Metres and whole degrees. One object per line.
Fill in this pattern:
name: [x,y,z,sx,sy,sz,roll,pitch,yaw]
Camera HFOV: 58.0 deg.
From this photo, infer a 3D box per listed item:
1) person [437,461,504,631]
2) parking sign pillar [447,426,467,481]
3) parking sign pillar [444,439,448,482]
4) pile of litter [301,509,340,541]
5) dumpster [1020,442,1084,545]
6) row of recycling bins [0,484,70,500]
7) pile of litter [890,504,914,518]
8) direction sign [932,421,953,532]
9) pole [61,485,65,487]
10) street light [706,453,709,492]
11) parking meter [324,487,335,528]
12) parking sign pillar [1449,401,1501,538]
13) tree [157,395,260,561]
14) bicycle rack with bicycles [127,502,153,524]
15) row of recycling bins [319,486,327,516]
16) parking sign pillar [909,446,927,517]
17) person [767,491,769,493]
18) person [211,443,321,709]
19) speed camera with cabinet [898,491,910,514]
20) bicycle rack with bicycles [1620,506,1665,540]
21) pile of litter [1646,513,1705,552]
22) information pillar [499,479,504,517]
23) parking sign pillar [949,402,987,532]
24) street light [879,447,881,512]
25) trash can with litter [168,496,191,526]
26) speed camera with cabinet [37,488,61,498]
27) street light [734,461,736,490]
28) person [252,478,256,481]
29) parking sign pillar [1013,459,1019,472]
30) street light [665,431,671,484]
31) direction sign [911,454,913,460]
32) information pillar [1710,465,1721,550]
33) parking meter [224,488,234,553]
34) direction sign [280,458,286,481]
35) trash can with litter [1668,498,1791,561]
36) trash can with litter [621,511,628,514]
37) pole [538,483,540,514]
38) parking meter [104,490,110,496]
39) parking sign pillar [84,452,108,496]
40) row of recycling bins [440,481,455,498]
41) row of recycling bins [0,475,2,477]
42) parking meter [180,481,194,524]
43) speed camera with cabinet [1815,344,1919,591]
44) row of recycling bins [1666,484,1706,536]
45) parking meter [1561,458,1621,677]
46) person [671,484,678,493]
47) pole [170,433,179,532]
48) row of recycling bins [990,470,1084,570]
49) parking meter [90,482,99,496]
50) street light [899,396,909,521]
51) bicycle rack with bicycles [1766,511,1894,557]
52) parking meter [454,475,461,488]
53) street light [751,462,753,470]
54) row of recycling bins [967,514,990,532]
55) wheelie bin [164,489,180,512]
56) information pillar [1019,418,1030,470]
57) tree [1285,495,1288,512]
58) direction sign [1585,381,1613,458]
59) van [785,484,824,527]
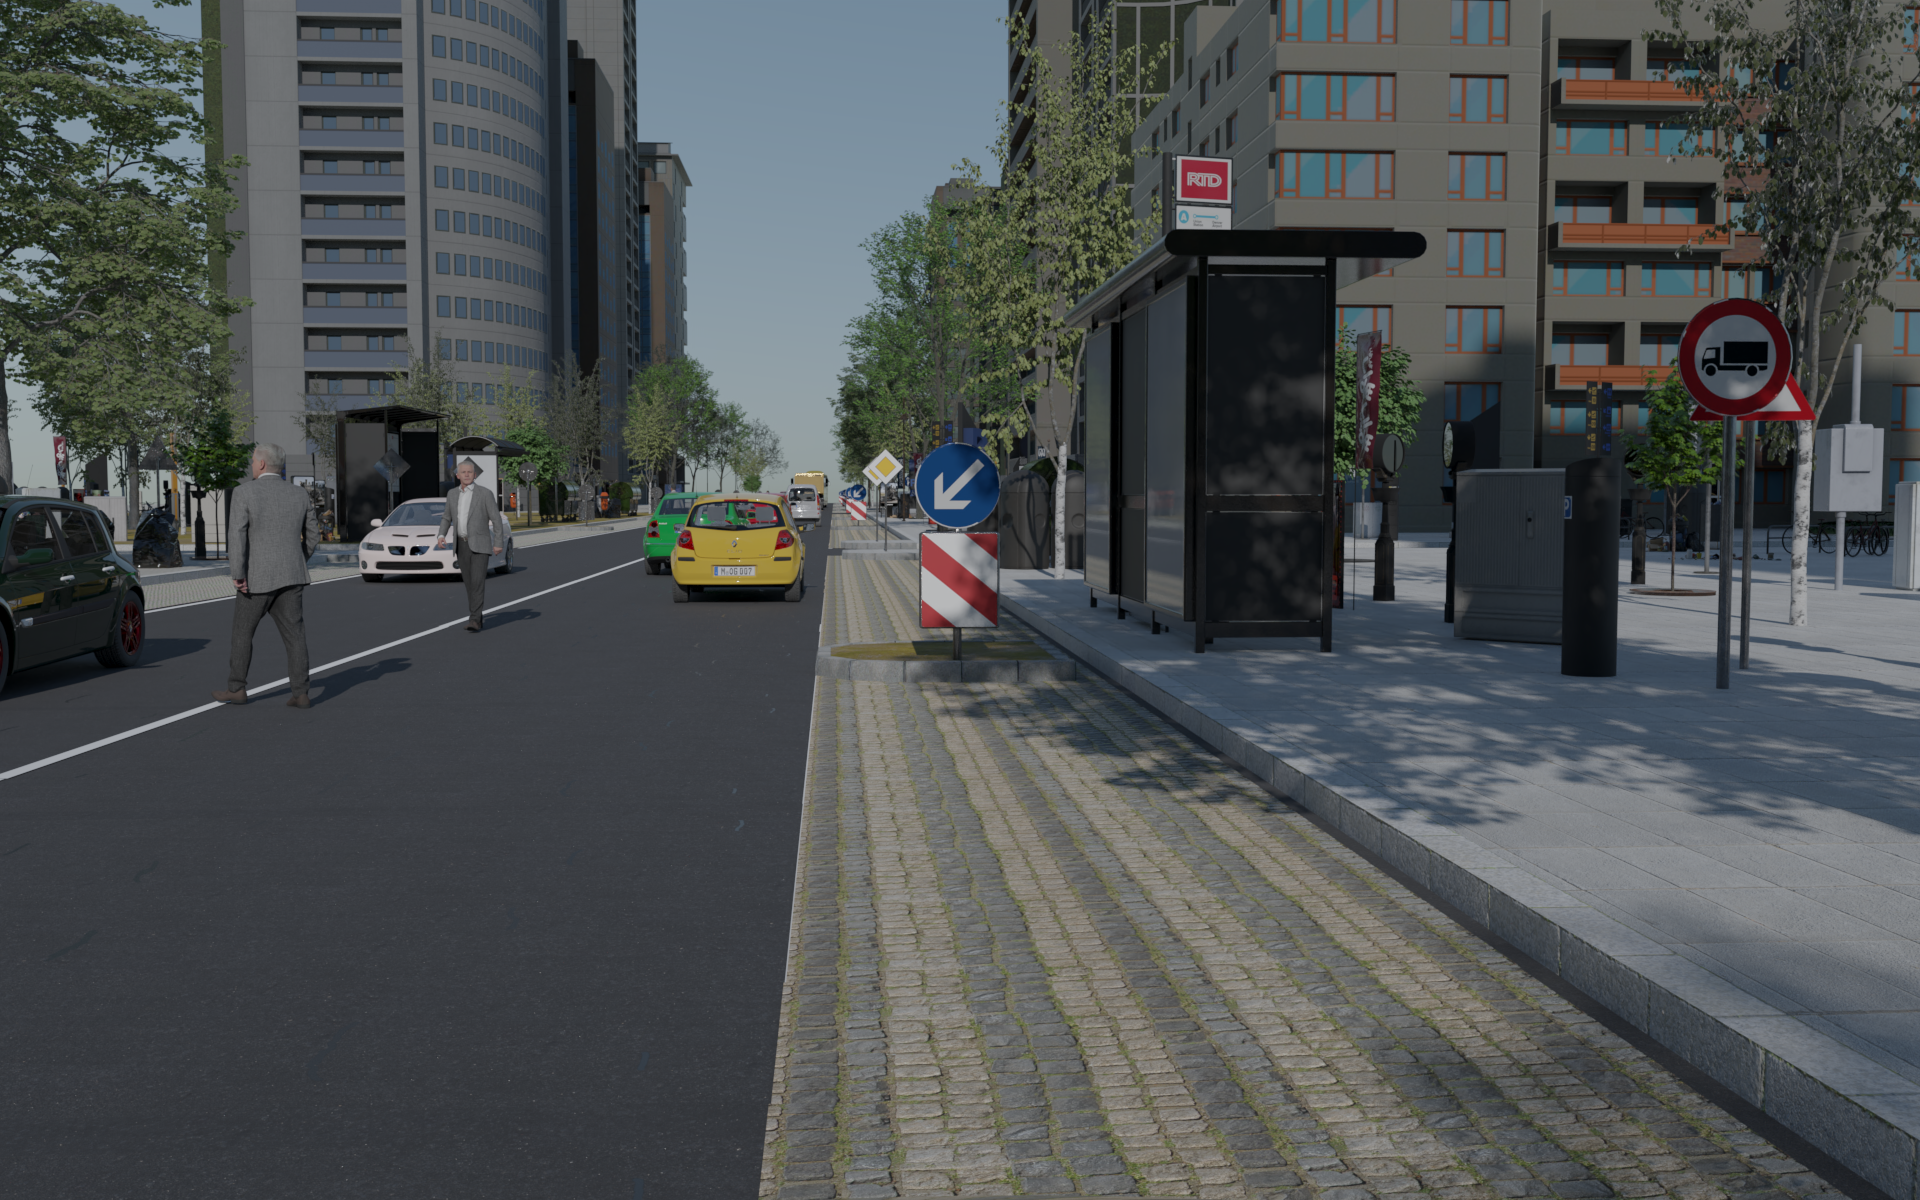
person: [-5.138,-0.563,18.110,0.661,1.777,0.834,0,4,1]
parking sign pillar: [-19.751,-4.970,69.729,1.447,3.967,1.447,-1,4,-16]
parking sign pillar: [-24.914,-5.934,85.490,1.447,3.967,1.447,1,4,16]
pile of litter: [-17.729,-2.070,47.815,1.176,0.858,1.719,-1,4,-19]
dumpster: [1.786,-1.869,33.045,1.502,2.255,1.985,0,4,-4]
row of recycling bins: [-49.935,-5.280,93.443,3.534,1.692,1.069,-1,4,-19]
pile of litter: [-3.070,-4.799,92.429,1.176,0.858,1.719,-1,4,-22]
direction sign: [-0.543,-3.772,53.667,0.876,3.537,0.379,3,5,43]
pole: [-58.519,-7.289,113.017,0.158,3.312,0.155,0,3,0]
street light: [-23.431,-11.489,160.626,0.468,5.910,1.993,0,4,-4]
parking meter: [-23.940,-3.509,65.776,0.372,1.533,0.369,0,3,0]
parking sign pillar: [15.014,-3.788,50.408,1.447,3.967,1.447,1,4,15]
tree: [-14.395,-2.394,33.742,1.663,3.219,1.824,0,3,0]
bicycle rack with bicycles: [-35.277,-3.700,73.883,2.852,0.926,2.925,0,4,6]
row of recycling bins: [-31.599,-4.850,86.405,1.069,1.692,3.534,0,4,2]
parking sign pillar: [-2.603,-6.649,97.180,1.447,3.967,1.447,0,4,0]
person: [-16.970,-8.758,152.370,1.217,1.739,0.721,2,4,32]
person: [-4.717,-0.173,11.734,0.834,1.777,0.661,2,4,32]
speed camera with cabinet: [-2.580,-6.550,101.422,2.038,3.252,0.660,1,4,18]
bicycle rack with bicycles: [18.448,-2.228,49.816,2.925,0.926,2.852,3,4,37]
pile of litter: [15.906,-1.514,38.726,1.719,0.858,1.176,1,4,12]
information pillar: [-21.750,-4.727,81.775,0.304,2.012,0.304,-2,4,-31]
parking sign pillar: [0.389,-3.846,51.357,1.447,3.967,1.447,2,4,24]
street light: [-5.618,-9.060,120.916,0.468,5.910,1.993,0,4,-4]
trash can with litter: [-31.004,-3.567,69.372,2.233,1.210,1.678,-1,4,-18]
speed camera with cabinet: [-25.442,-3.212,46.854,0.660,3.252,2.038,2,4,27]
street light: [-26.599,-14.213,205.163,0.468,5.910,1.993,0,4,-4]
person: [-12.338,-1.301,30.525,0.760,1.731,0.466,2,4,28]
parking sign pillar: [4.124,-8.042,119.966,1.447,3.967,1.447,-1,4,-22]
street light: [-20.669,-9.163,122.608,0.468,5.910,1.993,0,4,-4]
direction sign: [-2.521,-6.512,98.469,0.379,3.537,0.876,-3,4,-36]
information pillar: [17.444,-2.165,39.887,0.304,2.012,0.304,-2,4,-27]
parking meter: [-15.840,-1.796,37.779,0.372,1.533,0.369,0,3,0]
direction sign: [-39.805,-6.691,101.397,0.379,3.537,0.876,2,4,26]
trash can with litter: [15.154,-1.397,33.891,2.233,1.210,1.678,2,4,31]
trash can with litter: [-21.707,-6.080,110.794,1.055,1.170,0.624,0,4,-8]
pole: [-27.025,-7.185,111.318,0.158,3.312,0.155,0,3,0]
parking meter: [-51.781,-5.912,105.069,0.372,1.533,0.369,0,3,0]
parking sign pillar: [-53.397,-7.251,107.025,1.447,3.967,1.447,3,5,42]
row of recycling bins: [-16.798,-3.023,56.544,1.069,1.692,3.534,-1,4,-21]
row of recycling bins: [-14.584,-1.023,23.842,3.534,1.692,1.069,1,4,18]
parking meter: [-32.745,-4.134,73.302,0.399,1.863,0.255,1,4,18]
speed camera with cabinet: [12.554,-1.759,23.095,2.038,3.252,0.660,0,4,5]
row of recycling bins: [22.966,-2.919,54.833,1.069,1.692,3.534,1,4,12]
parking meter: [4.466,-0.235,12.259,0.372,1.533,0.369,0,3,0]
person: [-10.293,-3.277,62.357,0.678,1.792,0.850,-2,4,-35]
pole: [-26.259,-3.917,57.892,0.158,3.312,0.155,0,3,0]
row of recycling bins: [2.407,-1.405,30.083,3.534,1.692,1.069,-1,4,-18]
parking meter: [-42.177,-4.814,84.426,0.399,1.863,0.255,2,4,33]
street light: [-2.650,-6.666,81.780,0.468,5.910,1.993,0,4,-4]
bicycle rack with bicycles: [18.636,-1.417,36.558,2.925,0.926,2.852,-2,4,-28]
parking meter: [-15.604,-2.967,54.229,0.399,1.863,0.255,-1,4,-21]
street light: [-29.287,-16.572,243.745,0.468,5.910,1.993,0,4,-4]
row of recycling bins: [1.568,-1.806,36.640,3.534,1.692,1.069,3,5,42]
wheelie bin: [-45.385,-5.630,99.958,0.693,1.594,0.980,2,4,28]
information pillar: [1.898,-3.651,51.052,0.183,3.616,0.504,-2,4,-29]
tree: [16.813,-5.764,88.846,1.663,3.219,1.824,0,3,0]
direction sign: [12.881,-2.629,34.980,0.876,3.537,0.379,-3,4,-37]
van: [-7.033,-4.286,77.096,2.013,2.044,4.112,0,4,-5]
